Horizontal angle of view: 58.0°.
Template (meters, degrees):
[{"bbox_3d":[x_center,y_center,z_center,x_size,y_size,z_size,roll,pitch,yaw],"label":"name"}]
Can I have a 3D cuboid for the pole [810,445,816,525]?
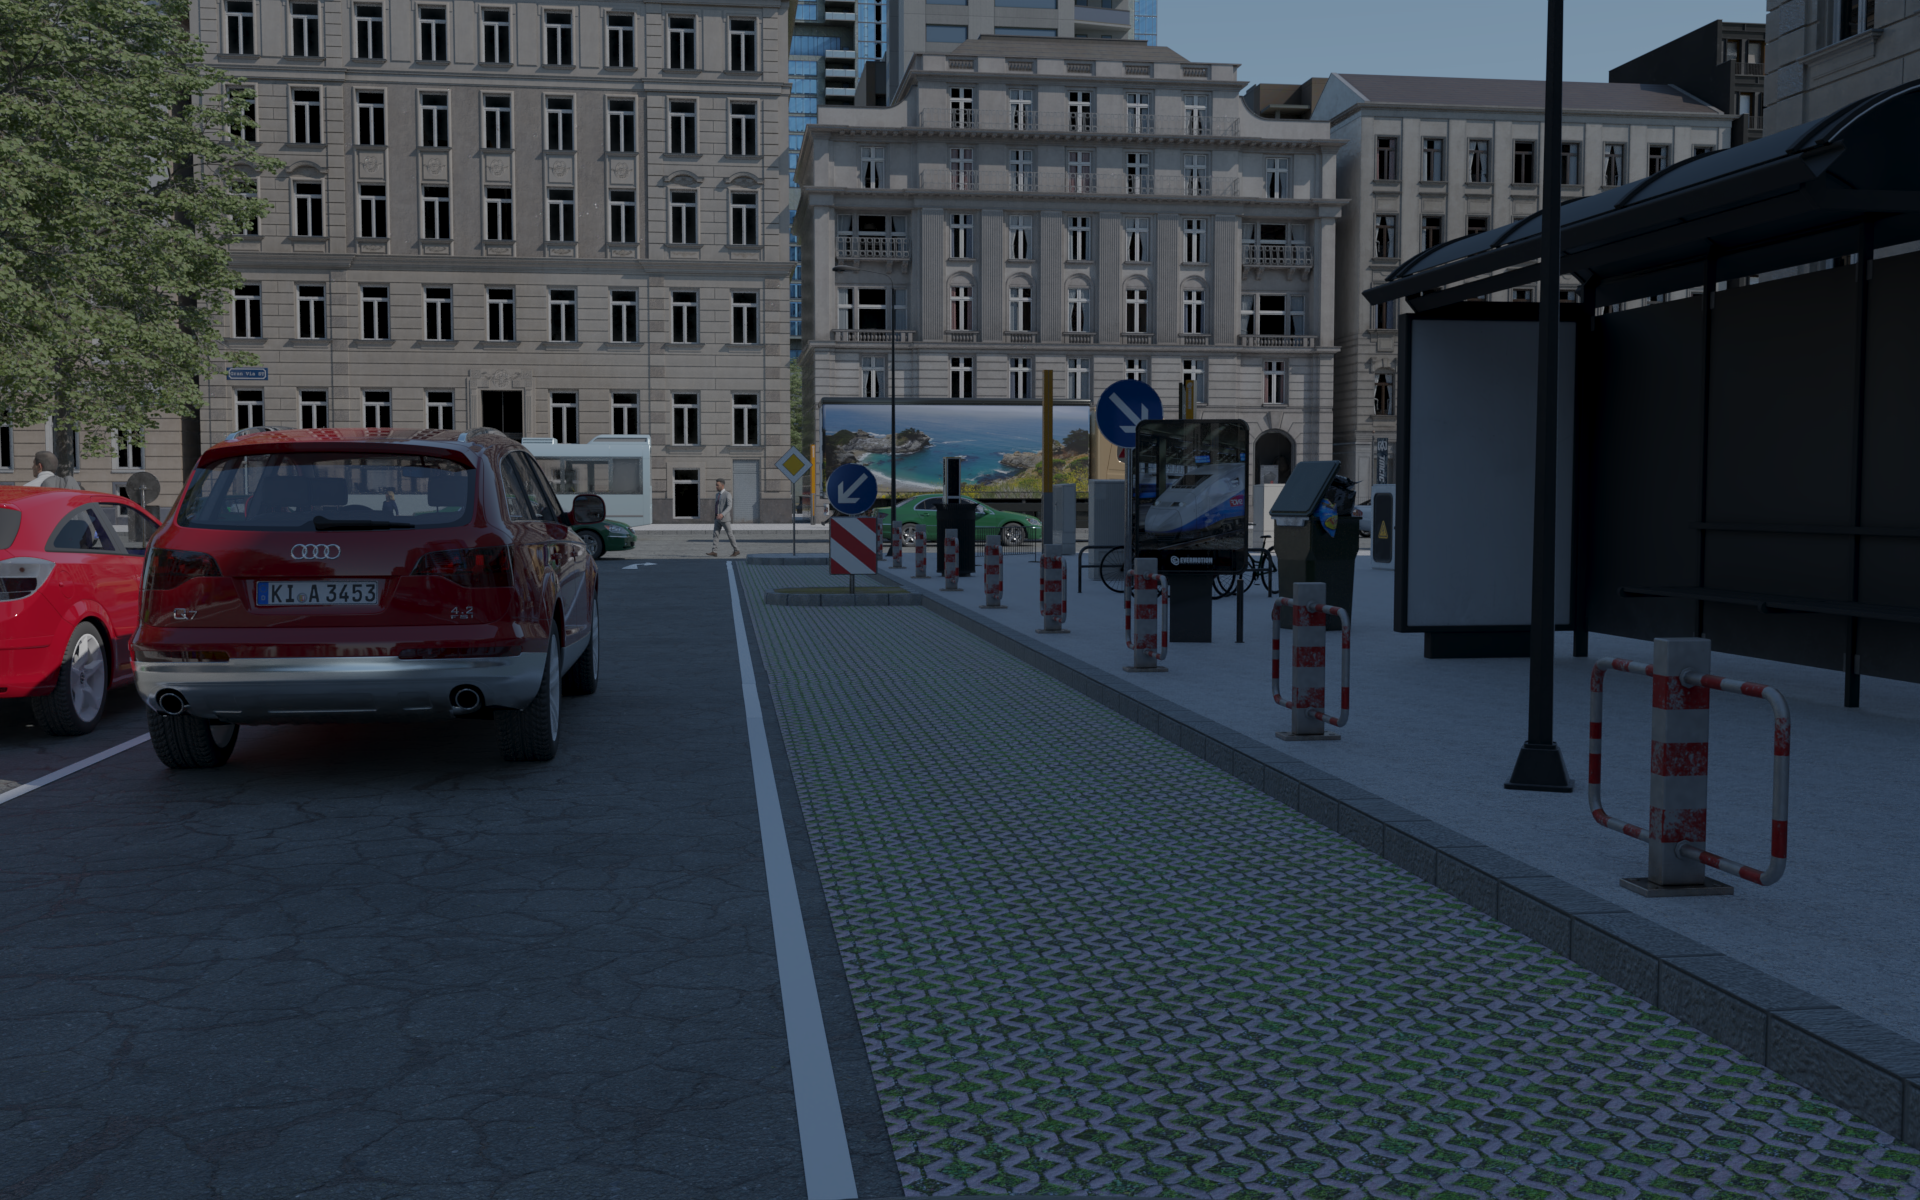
[{"bbox_3d":[-6.089,-4.759,71.653,0.158,3.312,0.155,0,3,0],"label":"pole"}]

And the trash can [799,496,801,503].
[{"bbox_3d":[-11.234,-6.897,124.424,0.748,1.137,0.748,0,3,0],"label":"trash can"}]

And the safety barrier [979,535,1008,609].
[{"bbox_3d":[0.374,-0.317,19.457,0.300,0.817,1.120,0,4,-8],"label":"safety barrier"}]

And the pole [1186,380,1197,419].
[{"bbox_3d":[4.138,-2.277,31.071,0.158,3.312,0.155,0,3,0],"label":"pole"}]

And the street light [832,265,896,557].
[{"bbox_3d":[-1.903,-3.846,35.420,1.470,5.913,1.316,0,4,-8],"label":"street light"}]

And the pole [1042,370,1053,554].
[{"bbox_3d":[1.438,-2.120,28.501,0.158,3.312,0.155,0,3,0],"label":"pole"}]

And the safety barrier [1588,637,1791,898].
[{"bbox_3d":[2.318,0.532,5.581,0.300,0.817,1.120,0,4,-8],"label":"safety barrier"}]

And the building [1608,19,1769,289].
[{"bbox_3d":[42.606,-15.695,86.293,15.834,23.373,12.332,0,4,-8],"label":"building"}]

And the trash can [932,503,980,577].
[{"bbox_3d":[-0.062,-0.936,26.962,0.748,1.137,0.748,0,3,0],"label":"trash can"}]

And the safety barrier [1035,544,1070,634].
[{"bbox_3d":[0.858,-0.105,15.994,0.300,0.817,1.120,0,4,-8],"label":"safety barrier"}]

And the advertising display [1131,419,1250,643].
[{"bbox_3d":[1.997,-0.595,14.946,0.974,1.923,0.123,0,4,7],"label":"advertising display"}]

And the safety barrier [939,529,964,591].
[{"bbox_3d":[-0.113,-0.529,22.928,0.300,0.817,1.120,0,4,-8],"label":"safety barrier"}]

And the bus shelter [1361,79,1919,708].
[{"bbox_3d":[4.525,-1.046,11.029,2.014,3.302,5.546,0,4,-8],"label":"bus shelter"}]

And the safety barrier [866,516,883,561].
[{"bbox_3d":[-1.567,-1.166,33.334,0.300,0.817,1.120,0,4,-8],"label":"safety barrier"}]

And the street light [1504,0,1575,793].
[{"bbox_3d":[2.007,-2.129,7.355,1.470,5.913,1.316,0,4,-8],"label":"street light"}]

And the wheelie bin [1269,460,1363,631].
[{"bbox_3d":[3.378,-0.523,16.460,0.693,1.594,0.980,-2,4,-26],"label":"wheelie bin"}]

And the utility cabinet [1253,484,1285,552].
[{"bbox_3d":[6.878,-1.784,37.849,1.173,1.500,0.318,-3,5,-42],"label":"utility cabinet"}]

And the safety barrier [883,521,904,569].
[{"bbox_3d":[-1.080,-0.953,29.858,0.300,0.817,1.120,0,4,-8],"label":"safety barrier"}]

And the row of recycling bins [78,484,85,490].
[{"bbox_3d":[-34.491,-3.599,65.954,3.534,1.692,1.069,2,4,32],"label":"row of recycling bins"}]

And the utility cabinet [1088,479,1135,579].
[{"bbox_3d":[2.526,-1.051,25.857,1.173,1.500,0.318,-1,4,-13],"label":"utility cabinet"}]

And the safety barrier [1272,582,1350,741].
[{"bbox_3d":[1.826,0.319,9.068,0.300,0.817,1.120,0,4,-8],"label":"safety barrier"}]

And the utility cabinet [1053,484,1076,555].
[{"bbox_3d":[2.154,-1.716,36.728,0.318,1.500,1.173,-1,4,-11],"label":"utility cabinet"}]

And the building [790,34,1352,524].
[{"bbox_3d":[4.411,-14.642,81.204,24.055,21.916,13.314,0,4,-8],"label":"building"}]

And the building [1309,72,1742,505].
[{"bbox_3d":[25.873,-14.298,82.916,18.267,20.994,9.793,0,4,-8],"label":"building"}]

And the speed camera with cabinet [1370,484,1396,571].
[{"bbox_3d":[7.525,-2.095,28.591,0.660,3.252,2.038,-1,4,-15],"label":"speed camera with cabinet"}]

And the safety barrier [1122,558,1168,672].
[{"bbox_3d":[1.344,0.107,12.530,0.300,0.817,1.120,0,4,-8],"label":"safety barrier"}]

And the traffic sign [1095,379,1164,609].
[{"bbox_3d":[1.875,-1.173,19.288,0.768,2.556,0.104,0,4,-6],"label":"traffic sign"}]

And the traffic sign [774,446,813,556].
[{"bbox_3d":[-3.452,-1.977,35.969,0.795,2.450,0.064,0,4,-8],"label":"traffic sign"}]

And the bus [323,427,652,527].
[{"bbox_3d":[-16.291,-3.597,53.668,13.247,3.499,2.948,-1,4,-9],"label":"bus"}]

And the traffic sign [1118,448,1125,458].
[{"bbox_3d":[2.755,-1.561,25.522,0.884,2.594,0.081,0,4,-8],"label":"traffic sign"}]

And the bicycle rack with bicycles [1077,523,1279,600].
[{"bbox_3d":[2.901,-0.521,21.905,2.925,0.926,2.852,-1,4,-21],"label":"bicycle rack with bicycles"}]

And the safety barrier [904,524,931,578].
[{"bbox_3d":[-0.598,-0.741,26.395,0.300,0.817,1.120,0,4,-8],"label":"safety barrier"}]
